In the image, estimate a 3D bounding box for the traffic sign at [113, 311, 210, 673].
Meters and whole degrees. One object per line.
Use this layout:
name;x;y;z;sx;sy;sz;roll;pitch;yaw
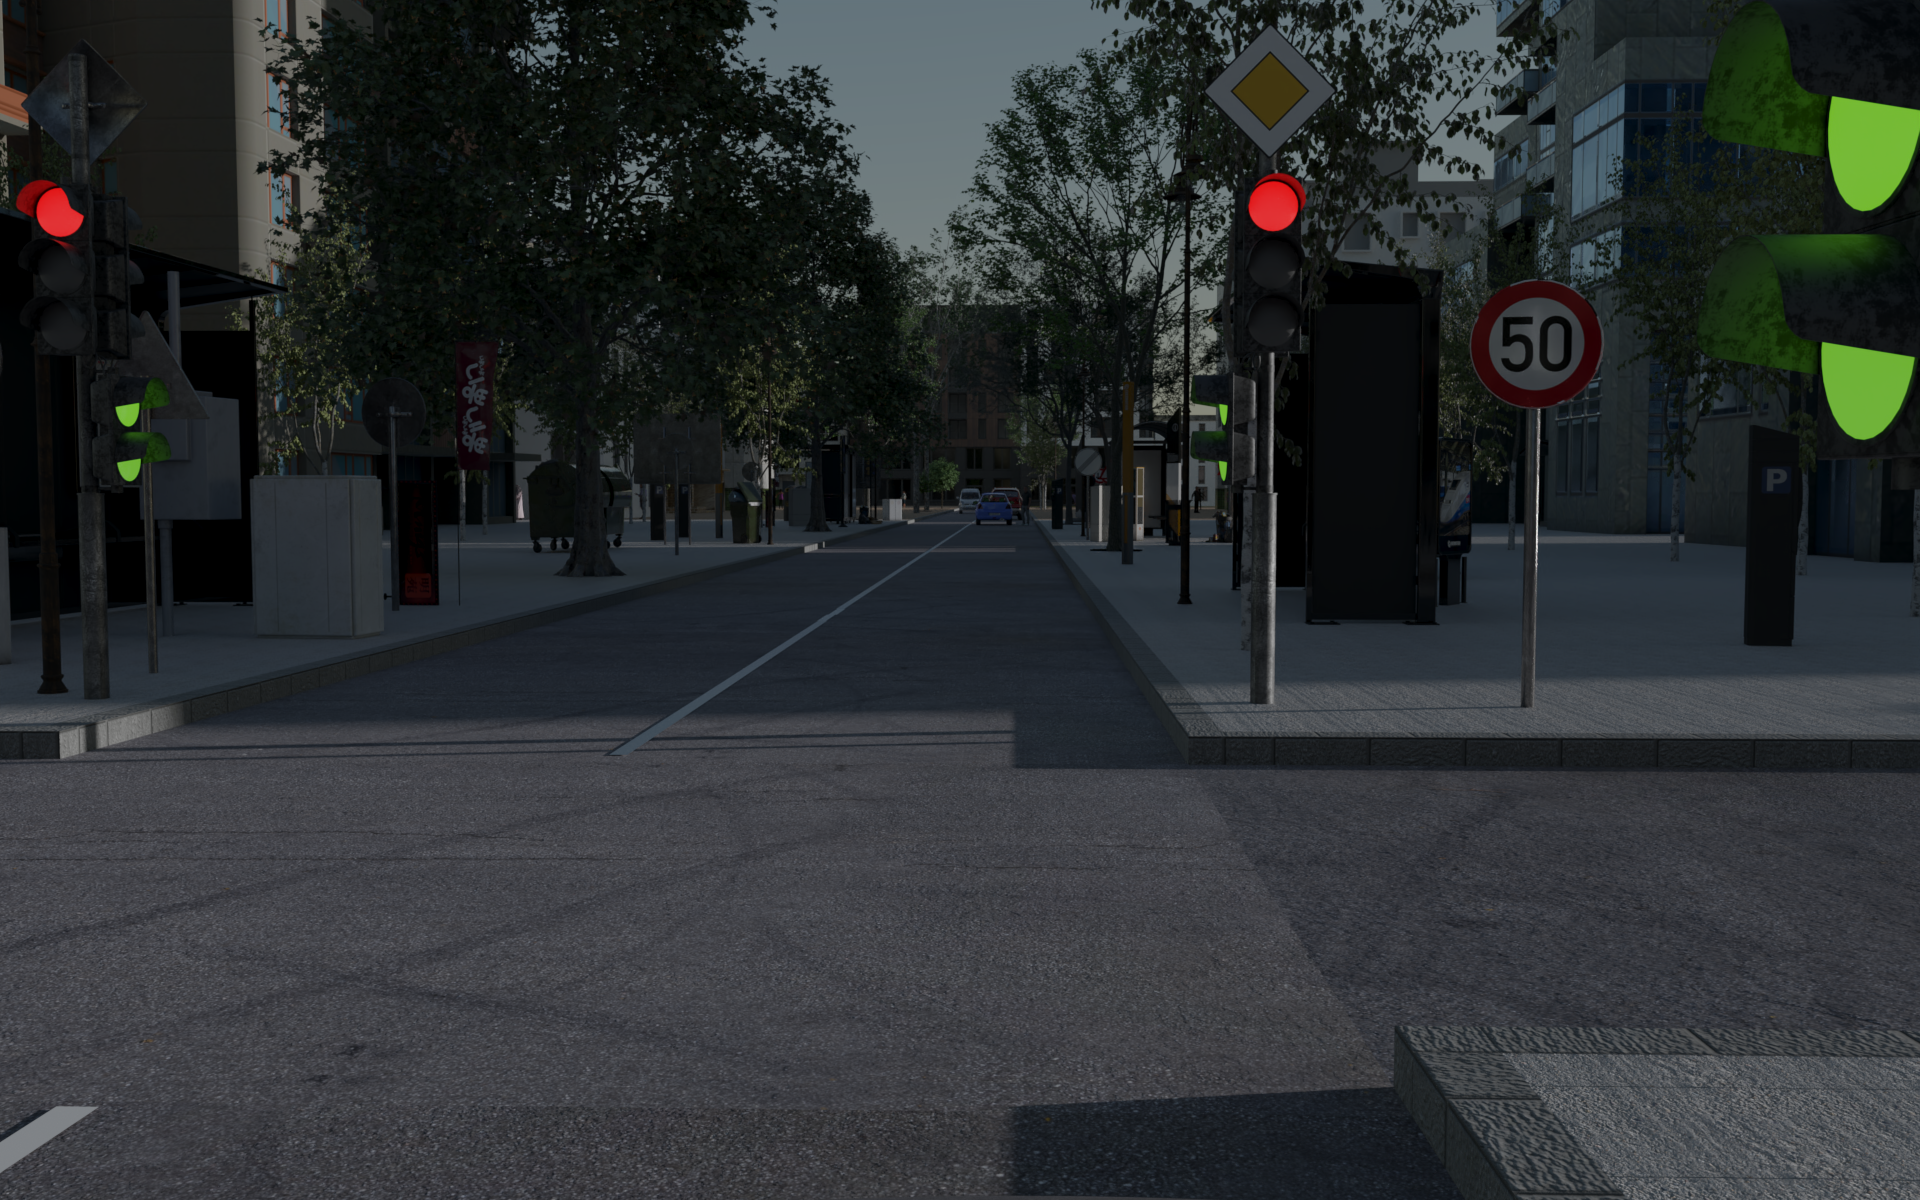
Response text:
traffic sign;-5.783;-0.755;12.343;0.884;2.594;0.081;0;4;2

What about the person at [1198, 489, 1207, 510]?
person;19.401;-8.182;140.529;1.217;1.735;0.721;0;4;-1

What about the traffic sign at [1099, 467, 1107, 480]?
traffic sign;5.523;-3.888;63.579;0.884;2.594;0.081;1;4;10

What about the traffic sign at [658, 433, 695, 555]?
traffic sign;-5.936;-2.210;36.237;0.768;2.556;0.104;0;4;3

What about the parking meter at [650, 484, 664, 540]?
parking meter;-8.361;-2.585;47.974;0.399;1.863;0.255;-2;4;-33

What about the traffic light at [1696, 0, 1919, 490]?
traffic light;1.580;-0.834;2.551;0.839;4.253;0.868;0;4;2

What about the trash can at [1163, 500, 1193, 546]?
trash can;5.413;-1.920;43.041;0.748;1.137;0.748;0;3;0

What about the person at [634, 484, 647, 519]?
person;-16.460;-5.097;89.254;0.599;1.838;0.709;-2;4;-31

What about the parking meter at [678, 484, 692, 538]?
parking meter;-8.137;-2.779;51.142;0.399;1.863;0.255;-2;4;-24

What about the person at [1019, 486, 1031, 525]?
person;2.975;-4.308;79.058;0.434;1.807;0.598;-2;4;-28

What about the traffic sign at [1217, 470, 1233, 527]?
traffic sign;7.692;-2.989;48.880;0.884;2.594;0.081;0;4;3

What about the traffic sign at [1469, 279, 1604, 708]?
traffic sign;3.420;-0.627;10.359;0.768;2.556;0.104;1;4;8

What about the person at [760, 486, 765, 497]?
person;-11.012;-5.408;94.476;1.348;1.822;0.705;2;4;33

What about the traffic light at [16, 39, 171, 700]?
traffic light;-5.399;-1.335;10.749;0.839;4.253;0.868;0;4;2

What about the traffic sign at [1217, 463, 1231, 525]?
traffic sign;8.385;-3.287;53.851;0.768;2.556;0.104;0;4;8

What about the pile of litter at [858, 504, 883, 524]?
pile of litter;-3.855;-3.679;74.114;1.176;0.858;1.719;1;4;11

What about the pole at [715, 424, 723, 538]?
pole;-6.999;-3.451;50.268;0.158;3.312;0.155;0;3;0

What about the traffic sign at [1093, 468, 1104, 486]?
traffic sign;6.884;-5.190;84.965;0.768;2.556;0.104;1;4;8

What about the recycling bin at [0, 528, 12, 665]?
recycling bin;-7.644;-0.027;12.999;0.722;1.027;0.722;3;5;40

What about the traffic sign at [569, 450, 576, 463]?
traffic sign;-9.504;-2.656;43.424;0.884;2.594;0.081;0;4;5

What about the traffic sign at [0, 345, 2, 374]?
traffic sign;-6.621;-0.685;11.301;0.768;2.556;0.104;0;4;2

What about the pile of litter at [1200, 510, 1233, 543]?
pile of litter;7.126;-1.953;45.891;1.176;0.858;1.719;-1;4;-23

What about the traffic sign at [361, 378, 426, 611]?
traffic sign;-6.206;-1.154;18.967;0.768;2.556;0.104;1;4;11

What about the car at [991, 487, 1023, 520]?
car;2.526;-5.387;96.750;2.281;1.827;5.304;0;4;1

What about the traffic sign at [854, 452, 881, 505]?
traffic sign;-4.813;-5.290;80.357;2.265;3.308;0.079;0;4;3

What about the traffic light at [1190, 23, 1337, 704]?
traffic light;1.839;-1.322;10.532;0.839;4.253;0.868;0;4;2

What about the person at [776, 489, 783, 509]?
person;-15.472;-8.761;149.964;1.217;1.739;0.721;1;4;15

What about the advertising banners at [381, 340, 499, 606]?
advertising banners;-6.268;-1.449;19.872;2.074;3.025;0.090;0;4;6

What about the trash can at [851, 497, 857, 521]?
trash can;-5.305;-4.398;83.566;0.748;1.137;0.748;0;3;0

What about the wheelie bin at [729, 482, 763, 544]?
wheelie bin;-5.589;-2.264;44.931;0.693;1.594;0.980;2;4;30

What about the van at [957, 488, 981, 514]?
van;0.757;-7.320;126.686;2.013;2.044;4.112;0;4;0

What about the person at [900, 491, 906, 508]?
person;-5.532;-9.718;168.178;0.721;1.735;1.217;-2;4;-25

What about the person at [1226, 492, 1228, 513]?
person;15.990;-5.838;102.174;0.721;1.739;1.217;3;5;40

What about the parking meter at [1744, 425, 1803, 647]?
parking meter;6.884;-0.547;14.657;0.399;1.863;0.255;1;4;15

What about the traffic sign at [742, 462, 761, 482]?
traffic sign;-8.212;-4.164;68.193;0.768;2.556;0.104;0;4;3

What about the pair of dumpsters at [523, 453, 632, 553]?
pair of dumpsters;-8.719;-2.270;39.608;1.574;2.255;4.437;0;4;2

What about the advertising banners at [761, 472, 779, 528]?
advertising banners;-7.380;-4.308;66.624;0.090;3.025;2.074;1;4;22

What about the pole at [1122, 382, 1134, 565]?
pole;3.057;-2.305;31.529;0.158;3.312;0.155;0;3;0

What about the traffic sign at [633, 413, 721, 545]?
traffic sign;-7.142;-3.048;43.702;2.265;3.308;0.079;0;4;7

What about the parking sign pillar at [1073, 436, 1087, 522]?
parking sign pillar;5.641;-5.562;79.415;1.447;3.967;1.447;-1;4;-8

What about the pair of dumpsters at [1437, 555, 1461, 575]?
pair of dumpsters;6.885;-1.546;27.773;1.574;2.255;4.437;0;4;2

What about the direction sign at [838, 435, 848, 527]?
direction sign;-4.537;-4.591;67.061;0.379;3.537;0.876;-1;4;-16

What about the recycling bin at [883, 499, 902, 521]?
recycling bin;-3.300;-4.380;84.159;0.722;1.027;0.722;-2;4;-29

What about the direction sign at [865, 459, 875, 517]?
direction sign;-4.025;-5.270;78.162;0.379;3.537;0.876;2;4;31

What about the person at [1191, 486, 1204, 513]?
person;15.949;-6.751;116.552;1.348;1.807;0.705;-3;5;-44

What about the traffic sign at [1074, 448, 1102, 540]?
traffic sign;3.563;-2.942;48.203;0.768;2.556;0.104;0;4;6

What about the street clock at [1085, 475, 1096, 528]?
street clock;4.821;-3.688;64.865;0.471;2.002;0.358;2;4;32

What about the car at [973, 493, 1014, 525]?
car;1.571;-4.359;80.860;1.945;1.707;3.694;0;3;0

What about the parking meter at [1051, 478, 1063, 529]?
parking meter;3.535;-3.507;63.053;0.399;1.863;0.255;-2;4;-29

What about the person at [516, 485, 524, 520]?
person;-21.612;-4.767;84.657;0.621;1.740;0.551;-3;5;-43

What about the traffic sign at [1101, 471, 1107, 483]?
traffic sign;7.216;-5.146;84.242;0.768;2.556;0.104;0;4;6

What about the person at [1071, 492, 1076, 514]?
person;7.366;-6.204;110.718;0.697;1.427;0.421;1;4;13
